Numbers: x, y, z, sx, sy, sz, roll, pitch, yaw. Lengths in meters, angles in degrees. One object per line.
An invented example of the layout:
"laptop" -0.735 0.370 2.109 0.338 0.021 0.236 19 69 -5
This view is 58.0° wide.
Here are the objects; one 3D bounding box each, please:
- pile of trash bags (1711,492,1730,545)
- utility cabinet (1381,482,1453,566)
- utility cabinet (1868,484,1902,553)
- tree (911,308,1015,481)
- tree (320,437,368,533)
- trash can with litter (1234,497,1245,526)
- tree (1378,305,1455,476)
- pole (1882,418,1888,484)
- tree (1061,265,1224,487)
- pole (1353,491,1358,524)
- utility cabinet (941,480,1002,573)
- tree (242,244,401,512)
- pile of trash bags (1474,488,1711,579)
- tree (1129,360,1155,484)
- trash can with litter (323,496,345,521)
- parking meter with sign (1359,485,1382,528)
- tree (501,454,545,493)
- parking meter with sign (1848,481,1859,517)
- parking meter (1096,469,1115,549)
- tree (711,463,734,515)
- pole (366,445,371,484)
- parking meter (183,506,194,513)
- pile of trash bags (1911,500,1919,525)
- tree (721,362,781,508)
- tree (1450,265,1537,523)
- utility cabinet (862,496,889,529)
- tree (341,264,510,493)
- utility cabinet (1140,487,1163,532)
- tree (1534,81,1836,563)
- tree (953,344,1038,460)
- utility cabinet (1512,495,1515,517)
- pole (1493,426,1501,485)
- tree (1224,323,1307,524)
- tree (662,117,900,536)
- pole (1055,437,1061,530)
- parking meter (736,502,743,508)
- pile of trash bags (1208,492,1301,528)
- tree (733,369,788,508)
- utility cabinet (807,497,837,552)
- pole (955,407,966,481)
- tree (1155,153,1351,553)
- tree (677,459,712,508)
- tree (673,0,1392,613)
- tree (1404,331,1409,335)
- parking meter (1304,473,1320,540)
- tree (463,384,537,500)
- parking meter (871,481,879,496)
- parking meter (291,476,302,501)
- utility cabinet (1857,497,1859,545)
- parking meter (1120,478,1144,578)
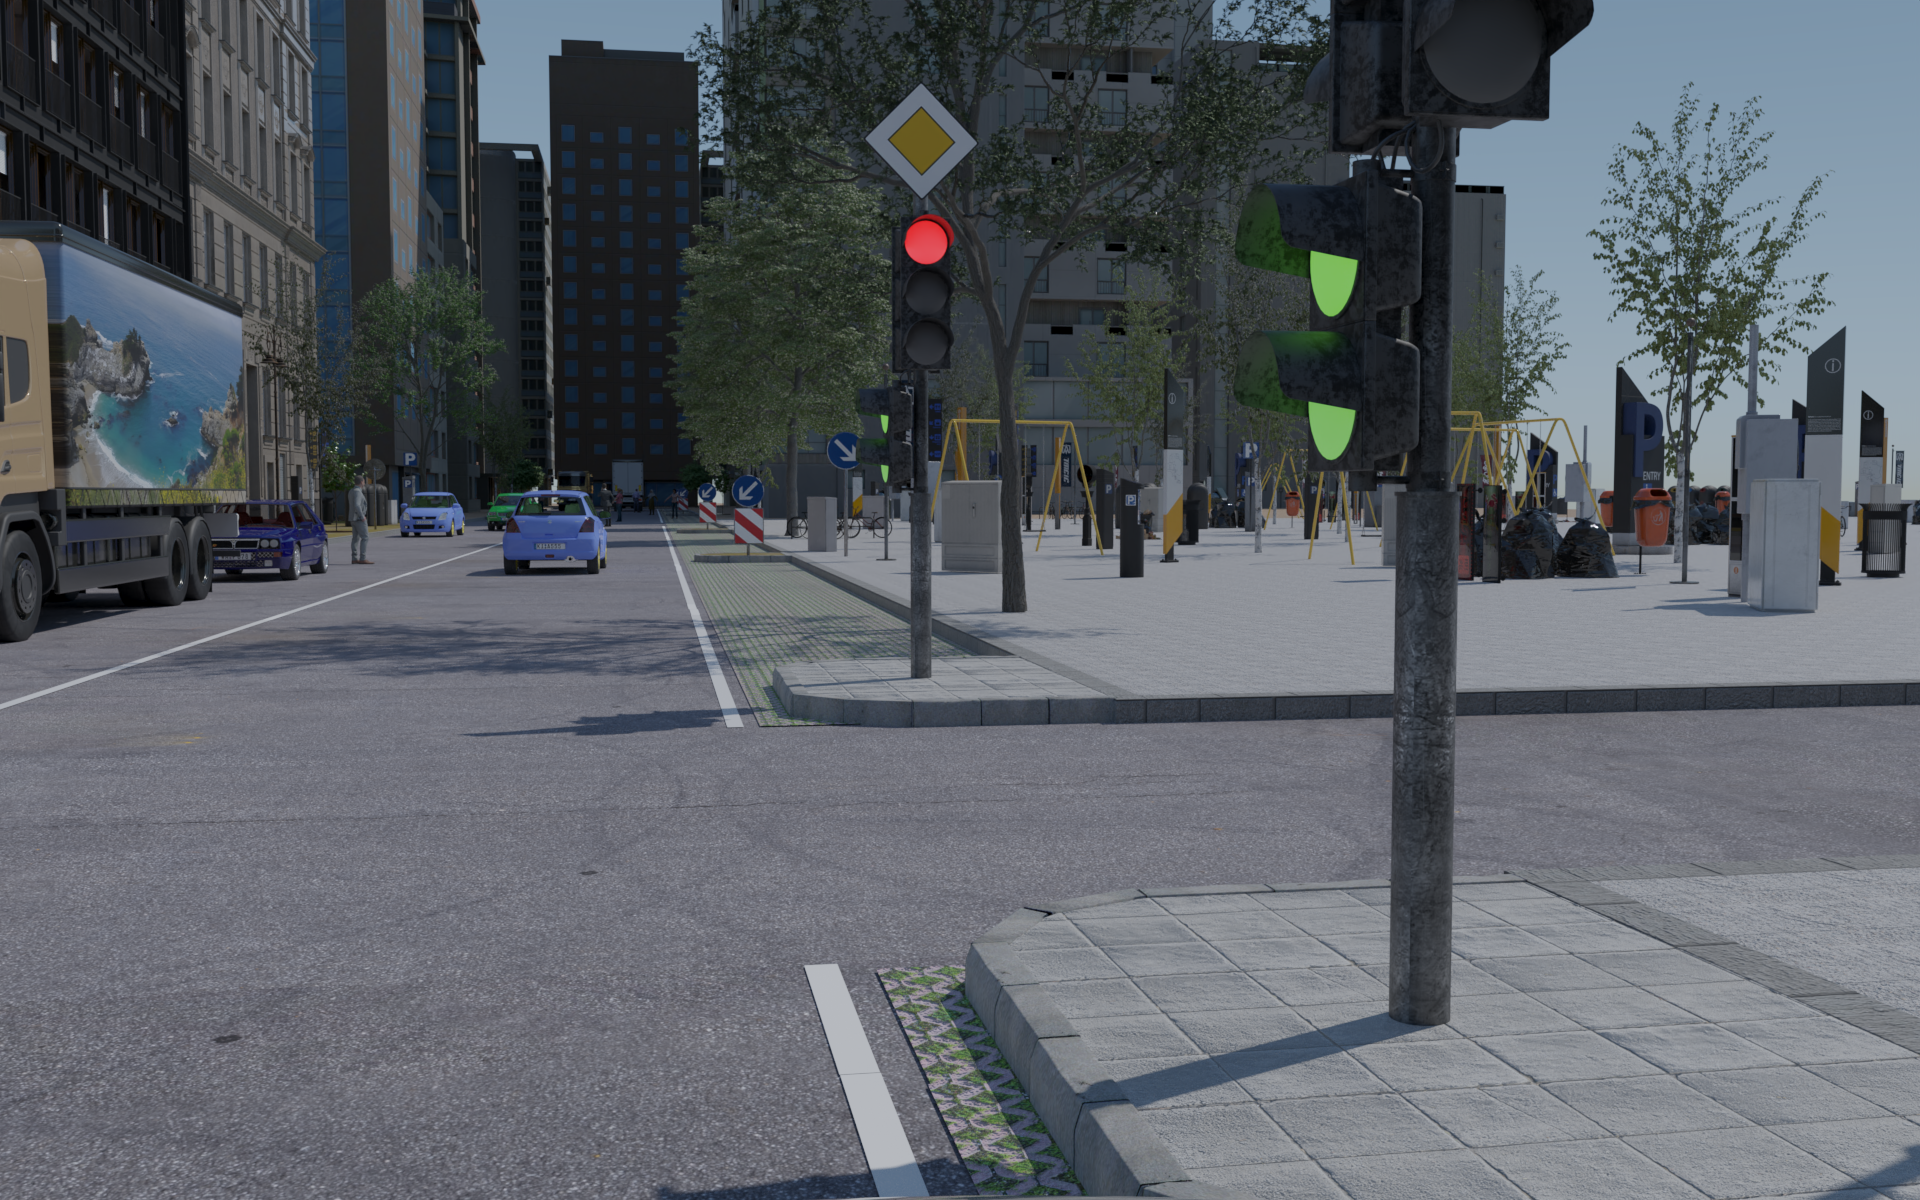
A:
"pile of trash bags" 18.088 -2.112 44.279 3.447 1.369 1.912 0 4 5
"utility cabinet" 8.028 -1.330 30.425 1.173 1.500 0.318 0 4 6
"utility cabinet" 19.966 -1.757 37.402 0.318 1.500 1.173 3 5 44
"tree" 0.003 -7.112 66.646 4.360 8.622 3.978 0 3 0
"tree" -20.879 -3.863 57.756 1.663 3.219 1.824 0 3 0
"trash can with litter" 11.221 -3.583 69.964 0.624 1.170 1.055 -1 4 -20
"tree" 10.505 -5.836 45.780 4.360 8.622 3.978 0 3 0
"pole" 24.622 -3.205 46.250 0.158 3.312 0.155 0 3 0
"tree" 5.446 -6.366 54.440 4.737 8.622 4.395 0 3 0
"pole" 17.067 -4.939 74.596 0.158 3.312 0.155 0 3 0
"utility cabinet" 0.236 -1.199 28.280 1.173 1.500 0.318 3 4 38
"tree" -19.266 -6.210 51.902 4.360 8.622 3.978 0 3 0
"pile of trash bags" 9.596 -1.064 27.153 3.447 1.369 1.912 -1 4 -14
"tree" 10.220 -8.289 85.885 4.360 8.622 3.978 0 3 0
"trash can with litter" -29.492 -4.297 81.647 1.055 1.170 0.624 -2 4 -28
"parking meter with sign" 15.994 -4.328 67.017 0.543 3.016 1.738 -1 4 -22
"tree" -35.228 -9.477 138.666 4.285 4.588 4.351 0 3 0
"parking meter with sign" 50.899 -6.206 97.731 1.738 3.016 0.543 -1 4 -11
"parking meter" 3.371 -2.111 40.225 0.399 1.863 0.255 -3 5 -40
"tree" -14.599 -6.899 107.401 1.663 3.219 1.824 0 3 0
"pole" -24.624 -4.789 72.151 0.158 3.312 0.155 0 3 0
"parking meter" -16.200 -1.698 36.168 0.372 1.533 0.369 0 3 0
"pile of trash bags" 41.407 -3.883 73.247 1.912 1.369 3.447 3 4 36
"tree" -10.835 -8.430 88.190 4.360 8.622 3.978 0 3 0
"tree" 17.269 -6.396 54.940 4.737 8.622 4.395 0 3 0
"utility cabinet" -3.087 -3.193 63.375 1.020 1.237 0.306 3 4 37
"tree" -24.169 -9.308 77.937 9.928 11.665 9.643 0 3 0
"utility cabinet" 6.384 -3.010 57.886 0.318 1.500 1.173 -2 4 -28
"tree" 13.583 -4.989 31.939 4.737 8.622 4.395 0 3 0
"tree" 1.819 -8.125 83.198 4.737 8.622 4.395 0 3 0
"utility cabinet" 25.022 -4.177 79.462 1.020 1.237 0.306 2 4 28
"pole" 16.034 -3.541 51.742 0.158 3.312 0.155 0 3 0
"tree" 13.133 -7.509 73.131 4.737 8.622 4.395 0 3 0
"tree" -4.714 -8.228 52.658 7.486 12.596 7.792 0 3 0
"pole" 3.531 -4.199 62.499 0.158 3.312 0.155 0 3 0
"parking meter" -9.913 -4.441 78.326 0.399 1.863 0.255 -3 5 -41
"pile of trash bags" 11.121 -3.401 65.355 3.447 1.369 1.912 0 4 8
"tree" -9.297 -8.061 82.153 4.737 8.622 4.395 0 3 0
"utility cabinet" -3.084 -1.691 38.814 0.306 1.237 1.020 -2 4 -28
"pole" 0.046 -2.874 40.836 0.158 3.312 0.155 0 3 0
"tree" 6.486 -5.321 37.364 4.360 8.622 3.978 0 3 0
"tree" -24.890 -10.932 162.452 4.285 4.588 4.351 0 3 0
"tree" 0.668 -5.166 18.879 8.767 10.594 7.601 1 4 9
"tree" 17.770 -6.886 62.944 4.737 8.622 4.395 0 3 0
"parking meter" 9.948 -2.644 48.933 0.399 1.863 0.255 -1 4 -17
"tree" -30.257 -9.985 113.625 4.737 8.622 4.395 0 3 0
"parking meter" -3.928 -4.539 79.925 0.255 1.863 0.399 2 4 29
"parking meter" -21.332 -3.059 55.721 0.255 1.863 0.399 0 4 -2
"utility cabinet" 23.053 -1.988 43.664 1.020 1.237 0.306 -2 4 -31
"parking meter" 2.650 -1.117 26.674 0.372 1.533 0.369 0 3 0
